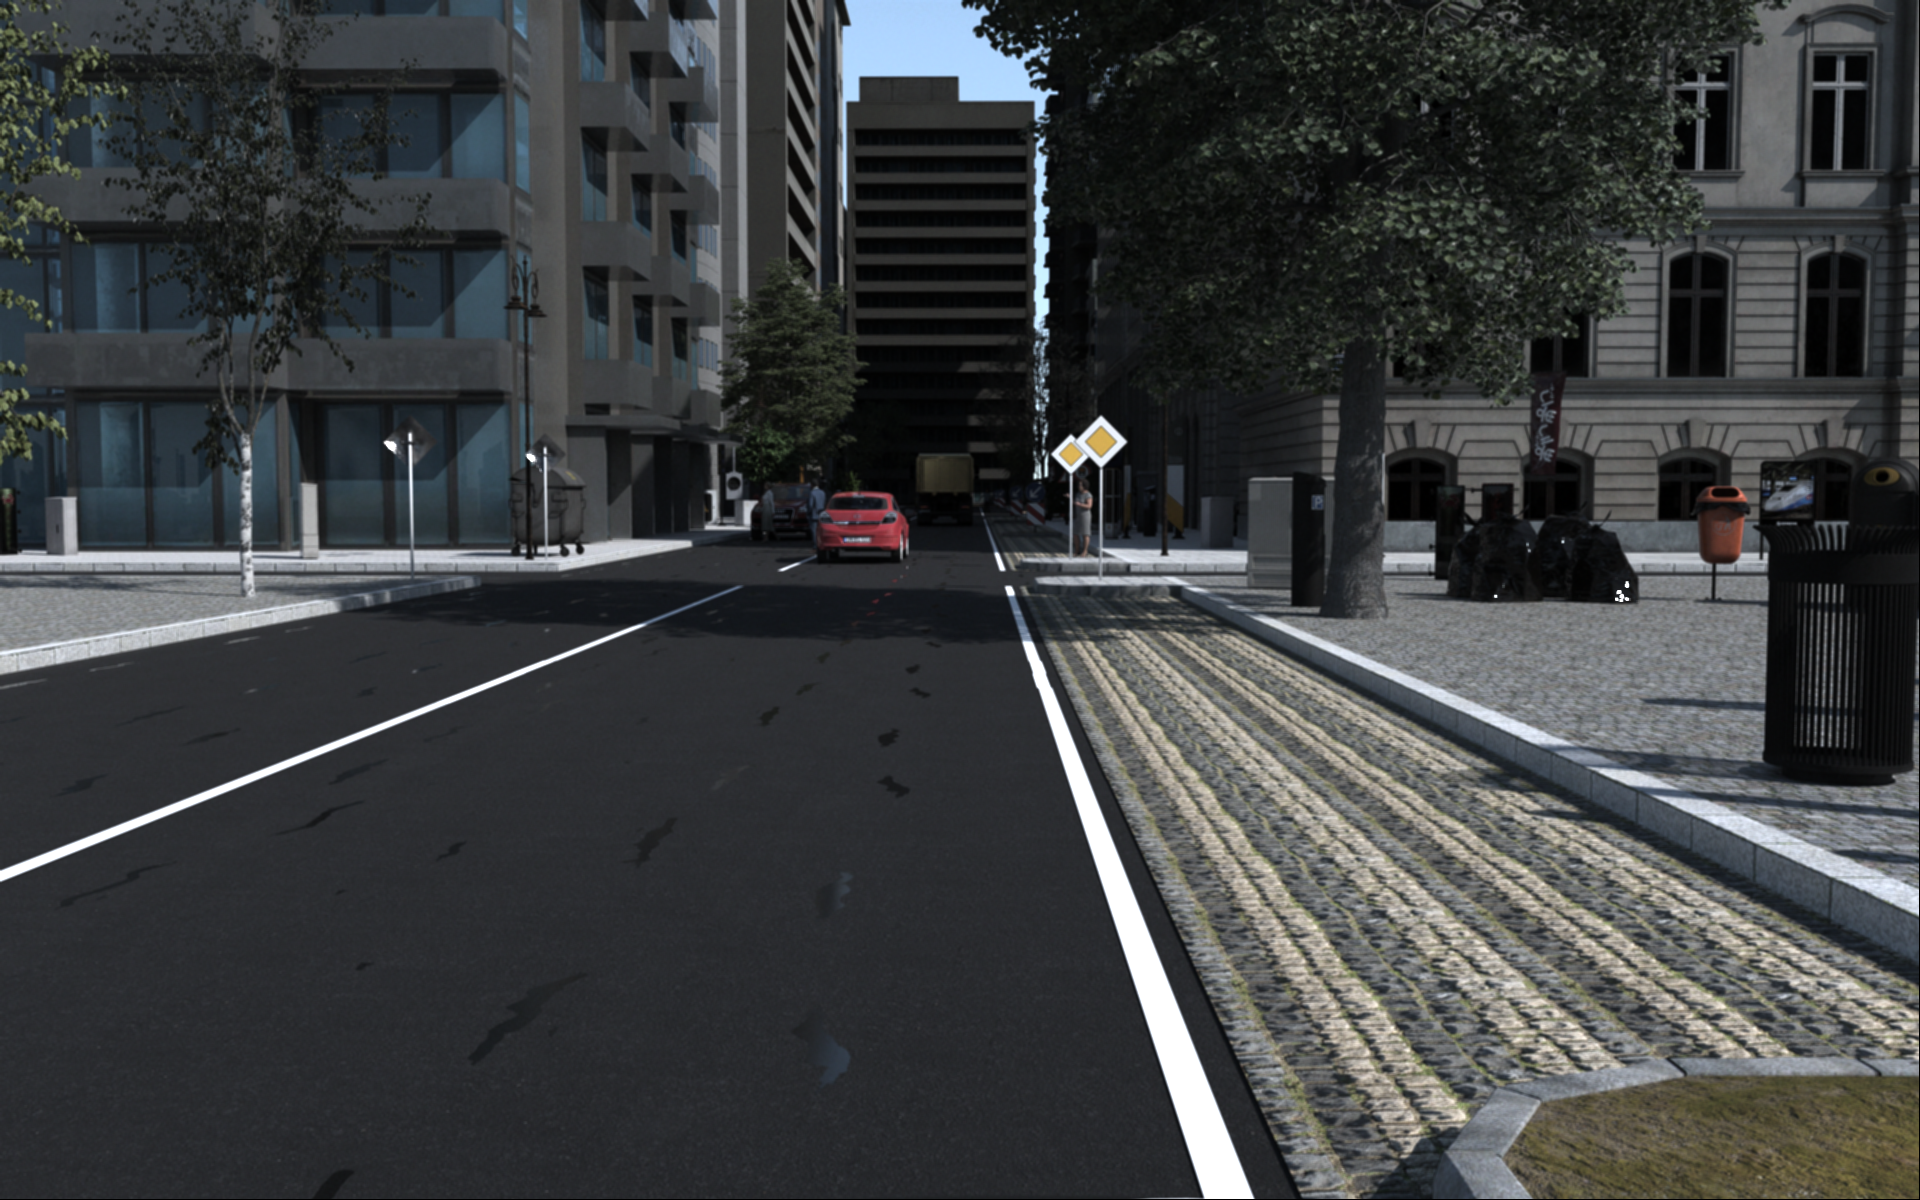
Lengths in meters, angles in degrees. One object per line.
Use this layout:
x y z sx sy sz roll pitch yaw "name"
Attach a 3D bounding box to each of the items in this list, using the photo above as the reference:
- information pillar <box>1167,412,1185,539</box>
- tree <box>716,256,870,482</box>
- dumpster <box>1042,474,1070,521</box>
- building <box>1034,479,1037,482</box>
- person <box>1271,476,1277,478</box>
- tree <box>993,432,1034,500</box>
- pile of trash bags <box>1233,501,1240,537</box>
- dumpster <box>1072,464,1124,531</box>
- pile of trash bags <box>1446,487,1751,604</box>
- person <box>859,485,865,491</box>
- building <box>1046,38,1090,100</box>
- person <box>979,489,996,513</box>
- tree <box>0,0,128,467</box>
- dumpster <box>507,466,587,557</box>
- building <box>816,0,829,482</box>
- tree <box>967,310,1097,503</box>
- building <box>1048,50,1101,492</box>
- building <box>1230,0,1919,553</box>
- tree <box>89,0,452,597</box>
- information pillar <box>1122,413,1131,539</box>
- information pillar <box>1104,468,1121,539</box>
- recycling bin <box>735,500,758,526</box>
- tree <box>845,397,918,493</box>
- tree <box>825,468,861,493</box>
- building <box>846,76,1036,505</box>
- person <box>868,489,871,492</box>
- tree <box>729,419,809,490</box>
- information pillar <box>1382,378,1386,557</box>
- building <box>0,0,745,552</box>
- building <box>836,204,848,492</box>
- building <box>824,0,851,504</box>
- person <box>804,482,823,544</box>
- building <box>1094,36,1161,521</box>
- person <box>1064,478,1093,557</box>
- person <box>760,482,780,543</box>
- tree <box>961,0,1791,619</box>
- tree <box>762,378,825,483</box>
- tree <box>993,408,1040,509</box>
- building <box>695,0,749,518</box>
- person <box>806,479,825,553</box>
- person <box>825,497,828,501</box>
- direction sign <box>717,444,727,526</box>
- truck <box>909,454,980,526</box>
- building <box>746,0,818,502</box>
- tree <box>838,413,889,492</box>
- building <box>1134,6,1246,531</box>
6.176 -3.556 49.495 0.504 3.616 0.183 1 4 19 "information pillar"
-8.209 -10.124 83.647 7.486 12.596 7.792 0 3 0 "tree"
4.729 -4.972 83.782 1.502 2.255 1.985 0 4 1 "dumpster"
23.154 -33.680 205.286 28.867 44.769 22.147 0 4 1 "building"
5.401 -1.251 29.697 0.466 1.731 0.760 3 5 44 "person"
5.462 -13.603 172.770 4.360 8.622 3.978 0 3 0 "tree"
9.617 -2.628 52.723 3.447 1.369 1.912 1 4 12 "pile of trash bags"
4.511 -3.294 56.345 1.502 2.255 1.985 0 4 1 "dumpster"
7.736 -0.691 21.049 3.447 1.369 1.912 1 4 11 "pile of trash bags"
-4.552 -4.540 82.541 0.655 1.846 0.447 -1 4 -20 "person"
19.310 -31.300 166.379 22.147 44.769 28.867 0 4 1 "building"
2.017 -7.369 128.969 1.348 1.826 0.705 -1 4 -13 "person"
-9.745 -4.018 16.055 4.737 8.622 4.395 0 3 0 "tree"
-8.581 -1.851 36.023 1.264 1.857 1.865 0 4 0 "dumpster"
-17.955 -29.770 136.847 14.600 45.320 14.200 0 4 1 "building"
5.491 -12.556 115.654 12.009 13.543 11.850 0 3 0 "tree"
18.779 -50.292 134.949 22.319 86.520 31.000 0 4 1 "building"
24.840 -13.642 42.123 34.723 24.649 14.460 0 4 1 "building"
-8.829 -4.363 21.694 4.360 8.622 3.978 0 3 0 "tree"
4.815 -3.578 49.850 0.183 3.616 0.504 0 4 -8 "information pillar"
4.317 -2.742 49.317 0.304 2.012 0.304 2 4 35 "information pillar"
-8.501 -3.451 68.984 0.722 1.027 0.722 -3 4 -37 "recycling bin"
-8.385 -15.923 186.099 9.928 11.665 9.643 0 3 0 "tree"
-8.061 -7.458 116.545 1.663 3.219 1.824 0 3 0 "tree"
-2.083 -35.552 204.980 21.600 48.544 21.300 0 4 1 "building"
-8.835 -9.949 169.382 0.621 1.740 0.551 -1 4 -13 "person"
-8.318 -5.623 75.655 4.285 4.588 4.351 0 3 0 "tree"
8.385 -2.680 35.171 0.504 3.616 0.183 2 4 26 "information pillar"
-19.463 -26.376 50.858 23.786 49.044 30.456 0 4 1 "building"
-25.339 -31.762 211.185 23.993 40.220 32.217 0 4 1 "building"
-25.161 -35.303 166.444 27.495 52.752 28.713 0 4 1 "building"
-4.200 -2.493 49.620 0.532 1.782 0.716 -2 4 -32 "person"
13.793 -19.305 93.123 11.434 29.767 29.804 0 4 1 "building"
2.610 -1.823 38.669 0.532 1.782 0.716 -2 4 -34 "person"
-5.604 -2.592 51.097 0.641 1.798 0.478 -1 4 -13 "person"
4.113 -6.797 17.783 9.857 13.997 8.962 0 3 0 "tree"
-8.867 -8.893 95.768 4.360 8.622 3.978 0 3 0 "tree"
5.006 -12.430 153.591 4.737 8.622 4.395 0 3 0 "tree"
-23.402 -33.487 89.503 21.231 58.520 28.212 0 4 1 "building"
-3.511 -2.052 42.232 0.419 1.800 0.721 2 4 26 "person"
-9.493 -6.693 118.699 0.991 1.433 0.599 1 4 9 "person"
-9.688 -4.793 70.355 0.379 3.537 0.876 -2 4 -26 "direction sign"
-0.728 -5.250 81.761 3.469 3.379 9.791 0 4 -1 "truck"
-21.439 -30.286 118.875 21.300 48.544 21.600 0 4 1 "building"
-8.615 -12.561 155.736 4.737 8.622 4.395 0 3 0 "tree"
14.301 -13.740 66.457 13.314 21.916 24.055 0 4 1 "building"
